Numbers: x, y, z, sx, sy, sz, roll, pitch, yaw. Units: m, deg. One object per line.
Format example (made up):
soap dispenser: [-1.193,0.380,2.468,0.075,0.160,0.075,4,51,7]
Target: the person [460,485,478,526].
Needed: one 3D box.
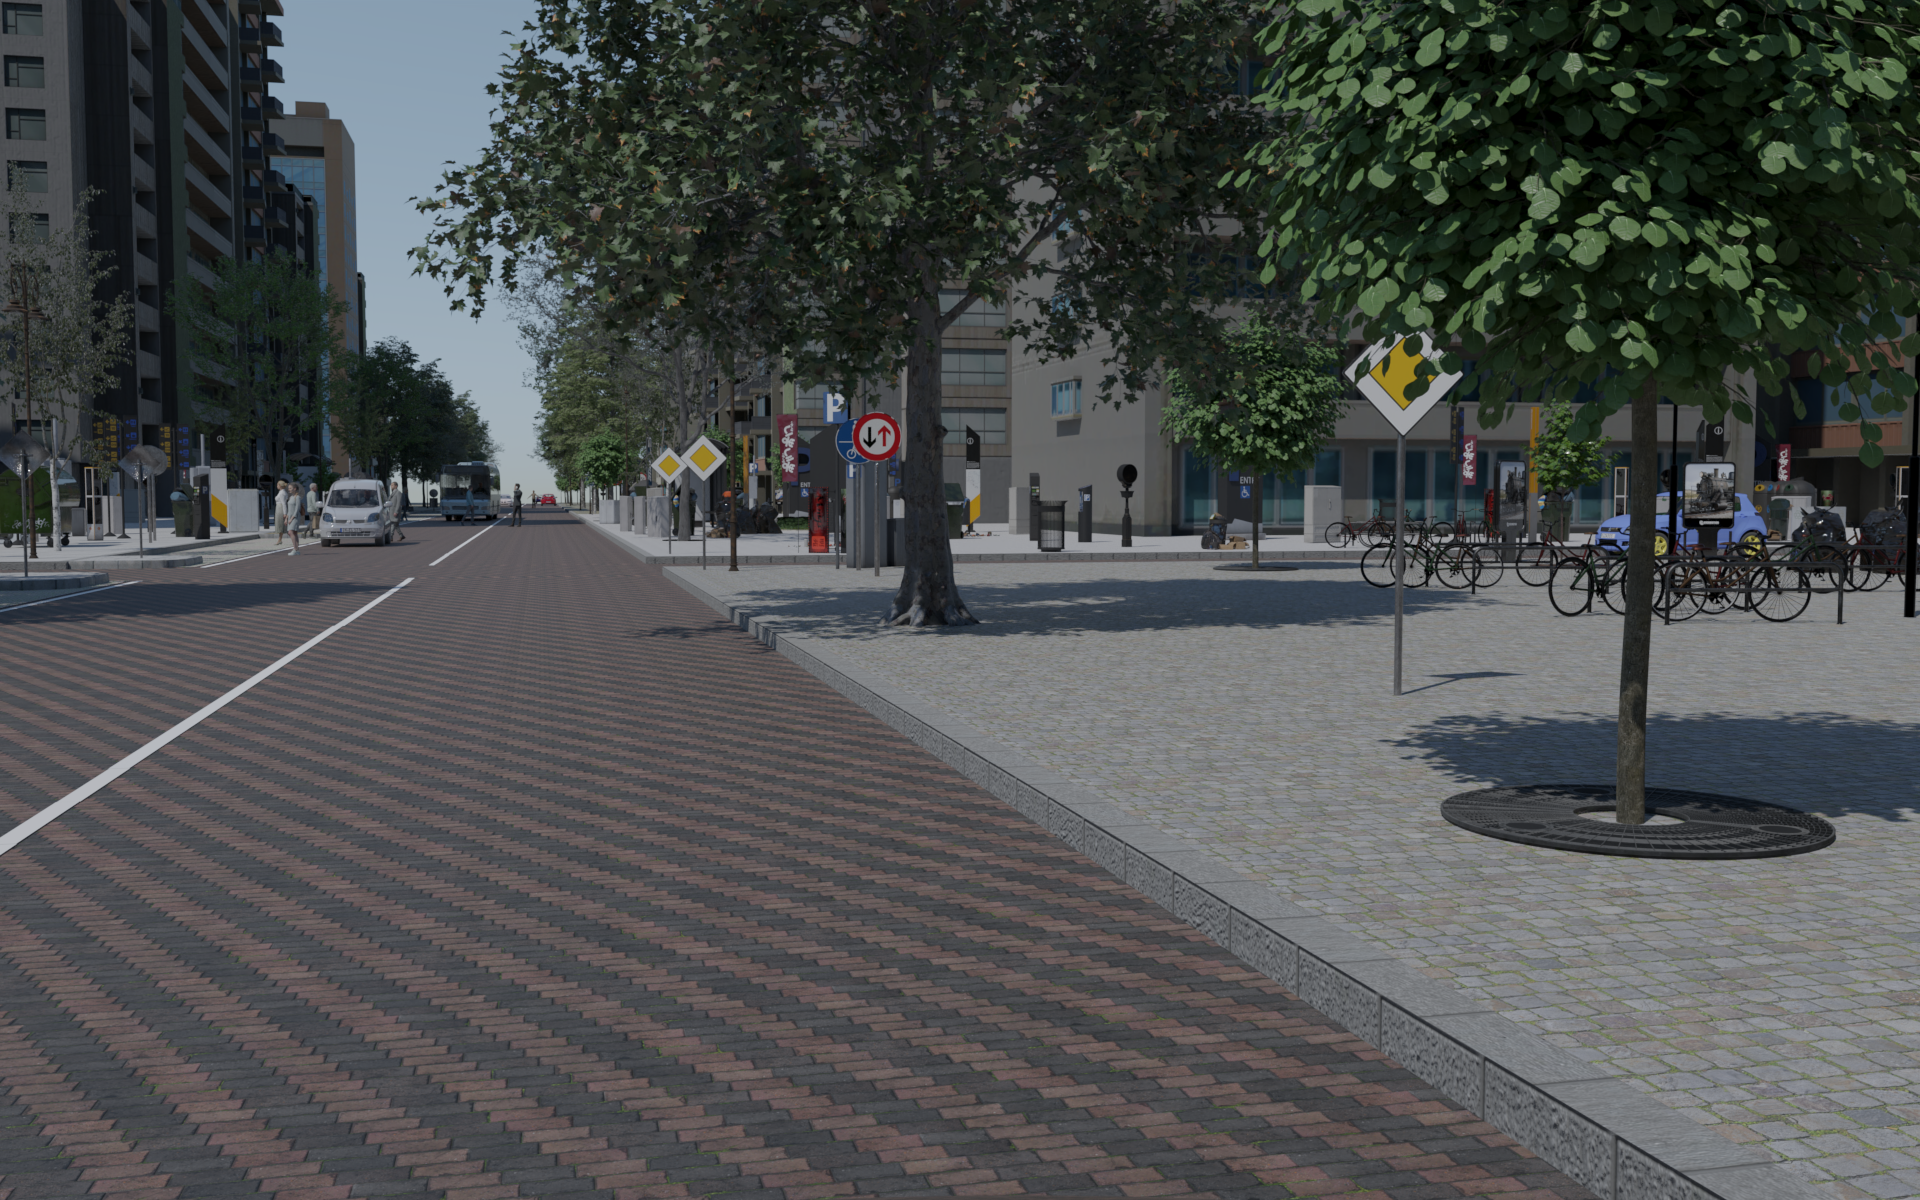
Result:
person: [-22.175,-4.270,78.178,0.748,1.841,0.638,0,4,0]

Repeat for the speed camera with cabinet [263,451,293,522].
speed camera with cabinet: [-31.310,-5.141,78.395,2.038,3.252,0.660,-1,4,-11]

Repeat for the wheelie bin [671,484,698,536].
wheelie bin: [-8.470,-2.776,53.297,0.693,1.594,0.980,1,4,11]

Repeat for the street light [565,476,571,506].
street light: [-41.463,-12.929,184.171,0.468,5.910,1.993,-1,4,-14]

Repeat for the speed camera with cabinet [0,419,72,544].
speed camera with cabinet: [-23.966,-3.064,44.432,2.038,3.252,0.660,-1,4,-9]

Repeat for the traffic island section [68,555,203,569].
traffic island section: [-16.385,-0.755,34.627,2.009,0.180,2.903,-1,4,-14]

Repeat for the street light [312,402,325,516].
street light: [-29.518,-6.553,79.922,0.468,5.910,1.993,-1,4,-14]

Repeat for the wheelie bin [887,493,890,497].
wheelie bin: [-3.032,-3.397,63.455,0.980,1.594,0.693,-1,4,-19]

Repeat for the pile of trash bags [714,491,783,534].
pile of trash bags: [-7.147,-2.872,56.709,1.912,1.369,3.447,-2,4,-25]

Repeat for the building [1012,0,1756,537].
building: [13.204,-26.870,63.033,21.600,48.544,21.300,-1,4,-14]

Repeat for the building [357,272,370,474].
building: [-81.586,-27.119,215.098,14.160,30.474,14.107,-1,4,-14]

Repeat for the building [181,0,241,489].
building: [-60.159,-29.856,111.847,21.300,48.544,21.600,-1,4,-14]

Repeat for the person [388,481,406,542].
person: [-17.122,-2.677,52.370,0.767,1.812,0.694,-3,4,-36]

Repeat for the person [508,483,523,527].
person: [-19.426,-4.154,75.778,0.648,1.900,0.474,3,4,38]

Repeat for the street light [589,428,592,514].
street light: [-23.462,-8.377,109.752,0.468,5.910,1.993,-1,4,-14]

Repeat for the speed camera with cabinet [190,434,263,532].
speed camera with cabinet: [-24.602,-3.890,57.932,2.038,3.252,0.660,-2,4,-35]

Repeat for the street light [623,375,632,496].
street light: [-12.339,-5.586,64.111,0.468,5.910,1.993,-1,4,-14]

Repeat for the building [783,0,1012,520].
building: [-3.747,-25.611,102.333,14.154,41.232,14.086,-1,4,-14]

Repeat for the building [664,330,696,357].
building: [-31.593,-34.722,259.578,32.217,40.220,23.993,-1,4,-14]

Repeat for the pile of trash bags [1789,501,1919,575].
pile of trash bags: [15.326,-1.129,28.207,3.447,1.369,1.912,2,4,33]

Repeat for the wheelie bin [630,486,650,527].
wheelie bin: [-12.573,-3.699,68.390,0.980,1.594,0.693,-2,4,-30]

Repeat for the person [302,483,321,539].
person: [-20.437,-2.794,54.667,0.515,1.767,0.782,-3,5,-40]

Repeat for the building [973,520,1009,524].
building: [4.216,-24.341,81.575,14.154,41.232,14.086,-1,4,-14]

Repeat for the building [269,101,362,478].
building: [-77.834,-33.695,201.016,14.600,45.320,14.200,-1,4,-14]

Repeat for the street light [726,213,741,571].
street light: [-3.767,-3.417,28.653,0.468,5.910,1.993,-1,4,-14]

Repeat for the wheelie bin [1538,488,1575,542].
wheelie bin: [16.068,-2.364,46.563,0.980,1.594,0.693,-1,4,-10]

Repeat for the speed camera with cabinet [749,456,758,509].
speed camera with cabinet: [-10.908,-5.818,89.464,0.660,3.252,2.038,-1,4,-15]

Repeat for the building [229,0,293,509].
building: [-65.749,-29.481,136.639,22.147,44.769,28.867,-1,4,-14]

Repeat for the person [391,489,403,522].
person: [-28.773,-4.860,88.301,0.623,1.781,0.721,2,4,24]

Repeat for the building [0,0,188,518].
building: [-49.314,-19.524,90.923,14.160,30.474,14.107,-1,4,-14]

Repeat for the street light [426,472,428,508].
street light: [-47.651,-11.134,154.822,0.468,5.910,1.993,-1,4,-14]

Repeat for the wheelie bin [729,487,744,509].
wheelie bin: [-9.721,-4.137,75.541,0.980,1.594,0.693,0,4,-4]

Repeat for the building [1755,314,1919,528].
building: [46.037,-25.329,68.753,28.867,44.769,22.147,-1,4,-14]

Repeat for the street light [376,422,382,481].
street light: [-36.390,-8.311,108.679,0.468,5.910,1.993,-1,4,-14]

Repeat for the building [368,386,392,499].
building: [-92.968,-23.848,234.948,27.650,21.520,28.899,-1,4,-14]

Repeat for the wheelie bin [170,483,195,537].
wheelie bin: [-23.156,-2.684,51.784,0.693,1.594,0.980,0,4,0]

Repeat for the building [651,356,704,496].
building: [-27.488,-23.789,233.982,27.650,21.520,28.899,-1,4,-14]

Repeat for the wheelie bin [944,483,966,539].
wheelie bin: [-0.326,-2.536,49.373,0.980,1.594,0.693,-2,4,-27]

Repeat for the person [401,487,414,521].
person: [-28.951,-5.005,90.513,0.728,1.800,0.709,2,4,31]

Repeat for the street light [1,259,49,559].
street light: [-18.428,-3.761,34.274,0.468,5.910,1.993,-1,4,-14]

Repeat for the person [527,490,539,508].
person: [-43.529,-10.292,176.779,1.348,1.823,0.705,1,4,17]

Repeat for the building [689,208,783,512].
building: [-14.075,-31.146,163.857,22.147,44.769,28.867,-1,4,-14]

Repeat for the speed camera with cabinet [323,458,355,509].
speed camera with cabinet: [-34.562,-6.244,96.427,2.038,3.252,0.660,2,4,28]

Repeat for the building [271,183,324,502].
building: [-66.787,-23.681,158.890,14.160,30.474,14.107,-1,4,-14]

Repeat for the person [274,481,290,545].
person: [-18.789,-2.413,48.186,0.641,1.798,0.478,0,3,0]

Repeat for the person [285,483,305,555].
person: [-15.648,-1.909,40.718,0.512,1.701,0.522,3,5,44]

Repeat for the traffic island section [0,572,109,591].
traffic island section: [-14.505,-0.280,26.865,2.009,0.180,2.903,-1,4,-14]
